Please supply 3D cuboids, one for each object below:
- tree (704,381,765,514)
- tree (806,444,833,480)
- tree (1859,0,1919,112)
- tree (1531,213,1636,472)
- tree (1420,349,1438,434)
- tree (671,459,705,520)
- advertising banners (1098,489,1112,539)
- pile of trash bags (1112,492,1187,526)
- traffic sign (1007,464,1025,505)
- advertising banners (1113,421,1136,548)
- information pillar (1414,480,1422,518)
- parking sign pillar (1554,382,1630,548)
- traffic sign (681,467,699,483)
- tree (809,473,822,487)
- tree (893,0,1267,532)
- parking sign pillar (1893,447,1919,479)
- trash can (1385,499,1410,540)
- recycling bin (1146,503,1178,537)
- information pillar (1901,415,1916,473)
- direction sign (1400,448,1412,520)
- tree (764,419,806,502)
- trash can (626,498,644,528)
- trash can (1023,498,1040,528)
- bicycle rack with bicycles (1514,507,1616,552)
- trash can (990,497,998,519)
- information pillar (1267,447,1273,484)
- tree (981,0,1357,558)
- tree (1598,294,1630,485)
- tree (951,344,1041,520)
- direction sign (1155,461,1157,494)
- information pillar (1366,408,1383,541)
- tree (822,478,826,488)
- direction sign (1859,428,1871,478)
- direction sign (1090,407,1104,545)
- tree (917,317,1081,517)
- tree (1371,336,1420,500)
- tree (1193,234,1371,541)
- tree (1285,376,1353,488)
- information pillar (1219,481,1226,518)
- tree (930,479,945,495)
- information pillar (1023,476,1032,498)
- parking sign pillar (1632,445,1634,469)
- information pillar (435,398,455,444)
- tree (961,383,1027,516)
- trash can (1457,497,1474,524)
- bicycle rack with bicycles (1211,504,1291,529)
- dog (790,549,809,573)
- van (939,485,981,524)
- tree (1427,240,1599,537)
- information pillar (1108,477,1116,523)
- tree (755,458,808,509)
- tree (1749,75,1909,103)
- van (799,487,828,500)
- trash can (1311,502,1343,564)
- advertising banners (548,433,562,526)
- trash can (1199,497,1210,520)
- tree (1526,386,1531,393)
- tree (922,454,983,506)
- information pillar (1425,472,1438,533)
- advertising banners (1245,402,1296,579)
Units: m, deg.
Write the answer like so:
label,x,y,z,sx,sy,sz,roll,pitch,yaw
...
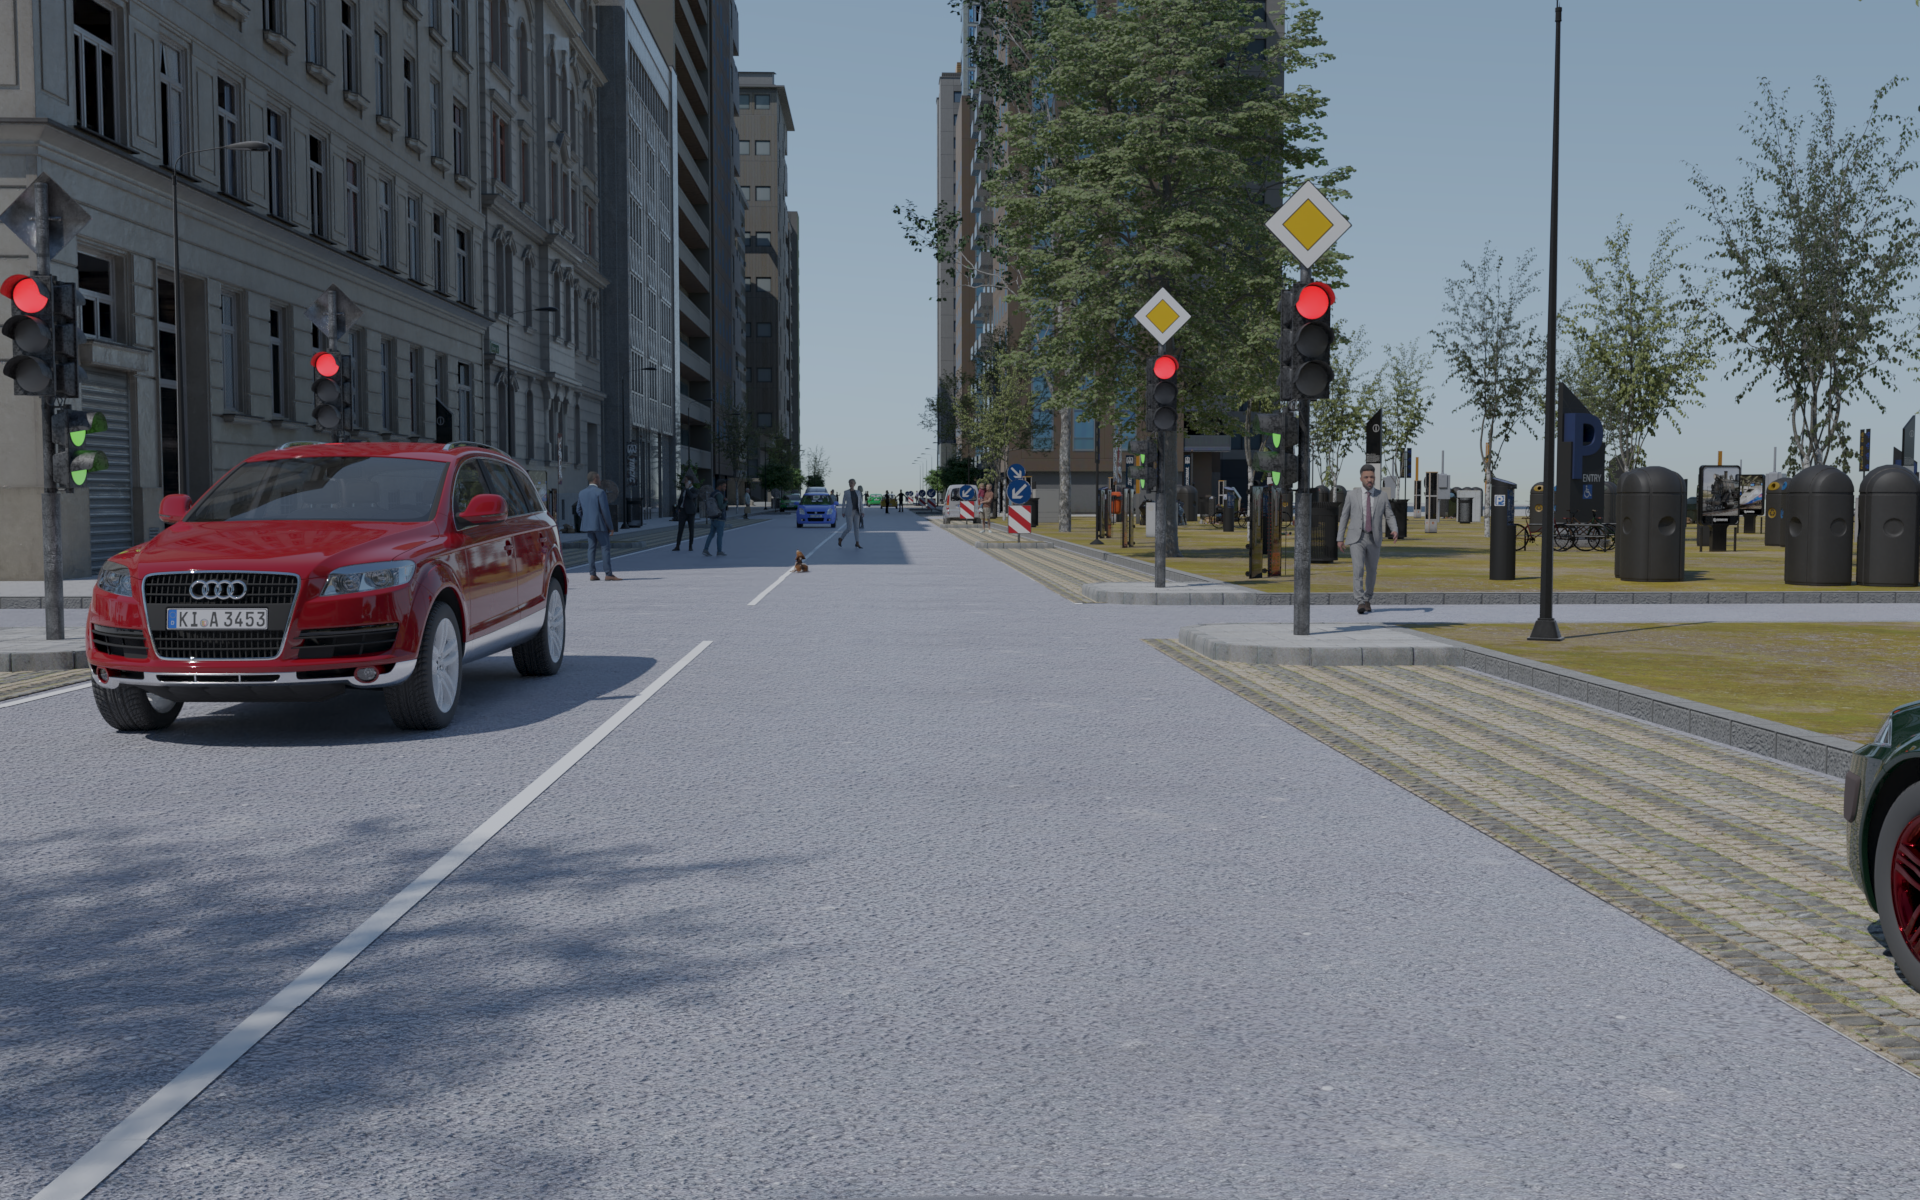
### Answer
label,x,y,z,sx,sy,sz,roll,pitch,yaw
tree,-14.447,-9.883,111.947,4.360,8.622,3.978,0,3,0
tree,-21.270,-18.784,257.476,4.360,8.622,3.978,0,3,0
tree,6.539,-3.636,9.810,4.737,8.622,4.395,0,3,0
tree,18.086,-5.858,46.137,4.737,8.622,4.395,0,3,0
tree,20.561,-8.022,81.519,4.737,8.622,4.395,0,3,0
tree,-13.478,-5.658,87.110,1.663,3.219,1.824,0,3,0
advertising banners,4.346,-3.329,50.612,0.090,3.025,2.074,1,4,20
pile of trash bags,7.739,-3.772,71.429,3.447,1.369,1.912,2,4,26
traffic sign,2.355,-4.429,72.512,0.768,2.556,0.104,0,4,1
advertising banners,3.951,-2.762,41.339,0.090,3.025,2.074,1,4,17
information pillar,24.167,-5.319,91.465,0.304,2.012,0.304,0,4,-8
parking sign pillar,15.046,-3.272,41.968,1.447,3.967,1.447,-2,4,-33
traffic sign,-12.950,-5.083,83.105,0.884,2.594,0.081,0,4,-1
tree,-17.984,-12.377,186.076,4.285,4.588,4.351,0,3,0
tree,4.105,-12.450,59.443,12.611,20.169,13.585,0,3,0
parking sign pillar,53.634,-6.713,98.223,1.447,3.967,1.447,0,4,4
trash can,12.349,-2.286,49.025,0.748,1.137,0.748,0,3,0
recycling bin,5.994,-2.376,51.398,0.722,1.027,0.722,3,4,36
information pillar,28.060,-3.666,51.288,0.504,3.616,0.183,-2,4,-27
direction sign,21.774,-5.667,84.658,0.876,3.537,0.379,-3,4,-38
tree,-17.364,-13.359,168.786,4.737,8.622,4.395,0,3,0
trash can,-12.341,-3.302,65.641,0.748,1.137,0.748,0,3,0
trash can,2.712,-3.360,66.586,0.748,1.137,0.748,0,3,0
bicycle rack with bicycles,14.043,-1.574,39.113,2.925,0.926,2.852,3,4,36
trash can,1.638,-4.758,89.441,0.748,1.137,0.748,0,3,0
information pillar,15.320,-5.738,85.164,0.504,3.616,0.183,3,5,42
tree,4.100,-7.108,34.350,7.486,12.596,7.792,0,3,0
tree,23.839,-6.809,61.692,4.360,8.622,3.978,0,3,0
tree,1.962,-8.176,84.048,4.737,8.622,4.395,0,3,0
direction sign,10.442,-6.115,91.980,0.379,3.537,0.876,0,4,-2
information pillar,11.263,-3.410,47.112,0.183,3.616,0.504,-3,5,-42
tree,-20.815,-16.182,248.295,4.285,4.588,4.351,0,3,0
direction sign,31.442,-4.174,60.246,0.379,3.537,0.876,0,4,7
direction sign,3.485,-3.178,43.955,0.379,3.537,0.876,1,4,11
tree,1.914,-9.640,92.032,8.767,10.594,7.601,-1,4,-13
tree,16.195,-7.546,73.736,4.737,8.622,4.395,0,3,0
tree,8.142,-5.905,46.905,4.737,8.622,4.395,0,3,0
tree,19.862,-8.877,95.505,4.360,8.622,3.978,0,3,0
information pillar,14.309,-5.504,94.478,0.304,2.012,0.304,2,4,34
tree,-2.092,-11.681,185.585,1.663,3.219,1.824,0,3,0
information pillar,2.788,-4.124,71.912,0.304,2.012,0.304,-1,4,-19
parking sign pillar,36.309,-6.524,95.141,1.447,3.967,1.447,1,4,22
information pillar,-12.516,-3.105,42.125,0.504,3.616,0.183,1,4,20
tree,2.056,-9.325,102.829,4.360,8.622,3.978,0,3,0
trash can,21.890,-3.877,75.035,0.748,1.137,0.748,0,3,0
bicycle rack with bicycles,11.001,-3.171,65.230,2.925,0.926,2.852,1,4,12
dog,-3.001,-0.709,31.781,0.550,0.427,0.748,2,4,26
van,0.084,-4.402,78.988,2.013,2.044,4.112,0,4,-2
tree,15.891,-6.166,51.170,4.360,8.622,3.978,0,3,0
information pillar,6.686,-4.377,76.057,0.304,2.012,0.304,0,4,-7
tree,-16.675,-10.438,154.380,4.285,4.588,4.351,0,3,0
tree,14.645,-4.856,29.763,4.360,8.622,3.978,0,3,0
van,-8.598,-5.913,103.693,2.013,2.044,4.112,0,4,-4
trash can,6.677,-1.243,31.984,0.748,1.137,0.748,0,3,0
advertising banners,-11.444,-3.218,48.794,0.090,3.025,2.074,0,4,1
trash can,12.203,-4.540,85.884,0.748,1.137,0.748,0,3,0
tree,25.922,-7.443,72.062,4.737,8.622,4.395,0,3,0
tree,0.039,-8.784,127.325,4.285,4.588,4.351,0,3,0
information pillar,15.445,-3.196,56.744,0.304,2.012,0.304,-1,4,-11
advertising banners,4.890,-1.880,26.920,0.090,3.025,2.074,2,4,32
